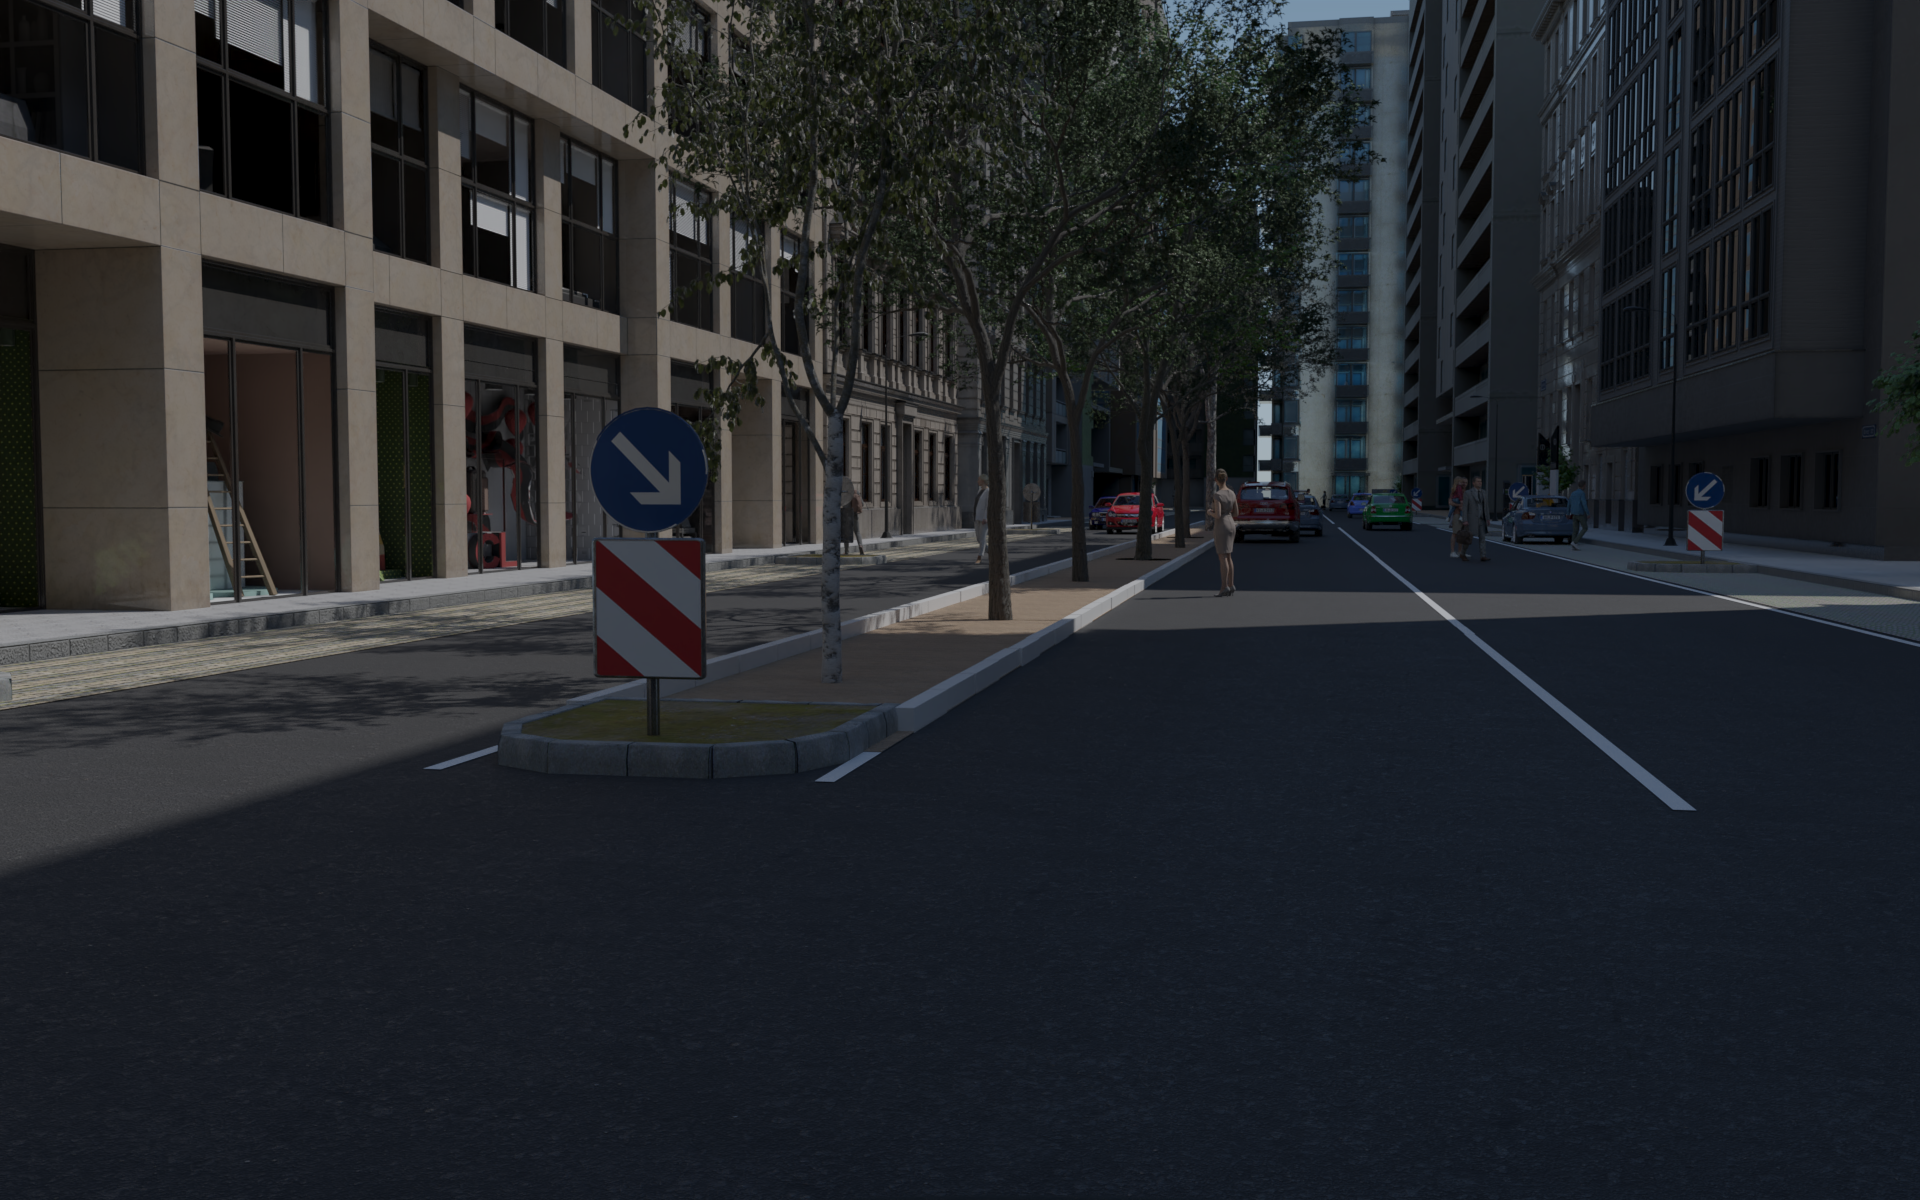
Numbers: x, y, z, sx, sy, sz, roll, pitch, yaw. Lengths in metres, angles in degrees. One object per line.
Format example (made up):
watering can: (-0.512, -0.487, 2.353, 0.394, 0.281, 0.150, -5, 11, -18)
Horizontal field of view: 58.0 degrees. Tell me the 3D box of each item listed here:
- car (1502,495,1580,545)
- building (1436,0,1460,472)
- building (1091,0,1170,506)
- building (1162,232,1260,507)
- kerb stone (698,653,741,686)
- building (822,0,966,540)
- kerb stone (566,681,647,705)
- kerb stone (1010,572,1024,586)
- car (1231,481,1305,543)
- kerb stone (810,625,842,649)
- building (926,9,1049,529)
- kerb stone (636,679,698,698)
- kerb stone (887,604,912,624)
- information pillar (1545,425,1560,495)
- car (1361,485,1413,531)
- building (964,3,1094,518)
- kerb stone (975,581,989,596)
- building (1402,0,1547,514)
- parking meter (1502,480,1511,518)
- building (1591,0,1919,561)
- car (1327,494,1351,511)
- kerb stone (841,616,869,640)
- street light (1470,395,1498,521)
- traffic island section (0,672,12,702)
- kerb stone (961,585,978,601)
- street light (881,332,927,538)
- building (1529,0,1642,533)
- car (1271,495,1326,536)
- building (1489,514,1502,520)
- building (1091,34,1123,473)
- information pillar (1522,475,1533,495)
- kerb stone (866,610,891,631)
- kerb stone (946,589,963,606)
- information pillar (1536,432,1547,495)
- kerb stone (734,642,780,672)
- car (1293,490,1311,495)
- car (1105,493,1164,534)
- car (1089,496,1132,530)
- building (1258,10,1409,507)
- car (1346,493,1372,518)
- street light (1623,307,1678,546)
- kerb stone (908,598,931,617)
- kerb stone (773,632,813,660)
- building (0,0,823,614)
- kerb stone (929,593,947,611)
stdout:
car: (16.828, -2.340, 50.261, 2.014, 1.417, 4.499, 1, 4, 11)
building: (47.370, -32.291, 117.201, 28.713, 52.752, 27.495, 1, 4, 11)
building: (10.885, -30.814, 153.912, 14.200, 45.320, 14.600, 1, 4, 11)
building: (22.835, -24.590, 173.743, 14.107, 30.474, 14.160, 1, 4, 11)
kerb stone: (-1.915, 0.544, 13.297, 0.120, 0.150, 1.000, 1, 4, 11)
building: (-6.299, -11.633, 54.831, 10.561, 19.102, 19.286, 1, 4, 11)
kerb stone: (-2.301, 0.671, 11.283, 0.120, 0.150, 1.000, 1, 4, 11)
kerb stone: (0.834, -0.312, 27.385, 0.120, 0.150, 1.000, 1, 4, 11)
car: (9.279, -2.679, 52.476, 2.281, 1.827, 5.304, 1, 4, 11)
kerb stone: (-1.322, 0.364, 16.311, 0.120, 0.150, 1.000, 1, 4, 11)
building: (-2.195, -13.695, 73.069, 9.793, 20.994, 18.267, 1, 4, 11)
kerb stone: (-2.108, 0.610, 12.294, 0.120, 0.150, 1.000, 1, 4, 11)
kerb stone: (-0.735, 0.177, 19.338, 0.120, 0.150, 1.000, 1, 4, 11)
information pillar: (20.339, -4.153, 59.263, 0.183, 3.616, 0.504, 0, 4, -6)
car: (17.078, -3.699, 69.277, 1.959, 1.807, 4.718, 1, 4, 10)
building: (-0.546, -25.044, 93.060, 14.154, 41.232, 14.086, 1, 4, 11)
kerb stone: (0.240, -0.133, 24.370, 0.120, 0.150, 1.000, 1, 4, 11)
building: (48.250, -31.720, 142.327, 21.300, 48.544, 21.600, 1, 4, 11)
parking meter: (23.332, -4.174, 73.948, 0.255, 1.863, 0.399, 0, 4, 7)
building: (25.199, -15.258, 42.974, 14.314, 27.812, 24.014, 1, 4, 11)
car: (31.673, -8.102, 144.467, 2.014, 1.417, 4.499, 1, 4, 12)
kerb stone: (-1.120, 0.298, 17.320, 0.120, 0.150, 1.000, 1, 4, 11)
street light: (24.650, -6.660, 81.430, 1.470, 5.913, 1.316, 1, 4, 11)
traffic island section: (-7.699, 0.673, 11.273, 2.009, 0.180, 2.903, 1, 4, 11)
kerb stone: (0.054, -0.071, 23.361, 0.120, 0.150, 1.000, 1, 4, 11)
street light: (-1.602, -4.733, 49.933, 1.470, 5.913, 1.316, 1, 4, 11)
building: (30.044, -16.508, 67.175, 12.463, 27.353, 25.104, 1, 4, 11)
car: (11.672, -2.936, 60.011, 2.014, 1.417, 4.499, 1, 4, 11)
building: (38.849, -28.731, 93.446, 21.300, 48.544, 21.600, 1, 4, 11)
building: (-3.805, -32.125, 114.481, 28.713, 52.752, 27.495, 1, 4, 11)
information pillar: (21.952, -3.826, 67.053, 0.304, 2.012, 0.304, 0, 4, -3)
kerb stone: (-0.927, 0.236, 18.330, 0.120, 0.150, 1.000, 1, 4, 11)
kerb stone: (-0.153, -0.007, 22.350, 0.120, 0.150, 1.000, 1, 4, 11)
information pillar: (22.159, -4.554, 65.817, 0.504, 3.616, 0.183, -1, 4, -15)
kerb stone: (-1.713, 0.483, 14.304, 0.120, 0.150, 1.000, 1, 4, 11)
car: (29.260, -8.628, 149.740, 2.281, 1.827, 5.304, 1, 4, 9)
car: (6.417, -3.317, 63.277, 2.155, 1.783, 4.494, 1, 4, 12)
car: (6.257, -3.536, 70.388, 1.945, 1.354, 3.894, 1, 4, 11)
building: (45.710, -33.913, 174.082, 30.456, 49.044, 23.786, 1, 4, 11)
car: (24.062, -5.747, 103.552, 1.945, 1.707, 3.694, 1, 4, 11)
street light: (17.126, -4.307, 42.968, 1.470, 5.913, 1.316, 1, 4, 11)
kerb stone: (-0.539, 0.113, 20.342, 0.120, 0.150, 1.000, 1, 4, 11)
kerb stone: (-1.518, 0.421, 15.308, 0.120, 0.150, 1.000, 1, 4, 11)
building: (-16.218, -13.752, 29.364, 19.350, 26.468, 34.151, 1, 4, 11)
kerb stone: (-0.344, 0.054, 21.346, 0.120, 0.150, 1.000, 1, 4, 11)
